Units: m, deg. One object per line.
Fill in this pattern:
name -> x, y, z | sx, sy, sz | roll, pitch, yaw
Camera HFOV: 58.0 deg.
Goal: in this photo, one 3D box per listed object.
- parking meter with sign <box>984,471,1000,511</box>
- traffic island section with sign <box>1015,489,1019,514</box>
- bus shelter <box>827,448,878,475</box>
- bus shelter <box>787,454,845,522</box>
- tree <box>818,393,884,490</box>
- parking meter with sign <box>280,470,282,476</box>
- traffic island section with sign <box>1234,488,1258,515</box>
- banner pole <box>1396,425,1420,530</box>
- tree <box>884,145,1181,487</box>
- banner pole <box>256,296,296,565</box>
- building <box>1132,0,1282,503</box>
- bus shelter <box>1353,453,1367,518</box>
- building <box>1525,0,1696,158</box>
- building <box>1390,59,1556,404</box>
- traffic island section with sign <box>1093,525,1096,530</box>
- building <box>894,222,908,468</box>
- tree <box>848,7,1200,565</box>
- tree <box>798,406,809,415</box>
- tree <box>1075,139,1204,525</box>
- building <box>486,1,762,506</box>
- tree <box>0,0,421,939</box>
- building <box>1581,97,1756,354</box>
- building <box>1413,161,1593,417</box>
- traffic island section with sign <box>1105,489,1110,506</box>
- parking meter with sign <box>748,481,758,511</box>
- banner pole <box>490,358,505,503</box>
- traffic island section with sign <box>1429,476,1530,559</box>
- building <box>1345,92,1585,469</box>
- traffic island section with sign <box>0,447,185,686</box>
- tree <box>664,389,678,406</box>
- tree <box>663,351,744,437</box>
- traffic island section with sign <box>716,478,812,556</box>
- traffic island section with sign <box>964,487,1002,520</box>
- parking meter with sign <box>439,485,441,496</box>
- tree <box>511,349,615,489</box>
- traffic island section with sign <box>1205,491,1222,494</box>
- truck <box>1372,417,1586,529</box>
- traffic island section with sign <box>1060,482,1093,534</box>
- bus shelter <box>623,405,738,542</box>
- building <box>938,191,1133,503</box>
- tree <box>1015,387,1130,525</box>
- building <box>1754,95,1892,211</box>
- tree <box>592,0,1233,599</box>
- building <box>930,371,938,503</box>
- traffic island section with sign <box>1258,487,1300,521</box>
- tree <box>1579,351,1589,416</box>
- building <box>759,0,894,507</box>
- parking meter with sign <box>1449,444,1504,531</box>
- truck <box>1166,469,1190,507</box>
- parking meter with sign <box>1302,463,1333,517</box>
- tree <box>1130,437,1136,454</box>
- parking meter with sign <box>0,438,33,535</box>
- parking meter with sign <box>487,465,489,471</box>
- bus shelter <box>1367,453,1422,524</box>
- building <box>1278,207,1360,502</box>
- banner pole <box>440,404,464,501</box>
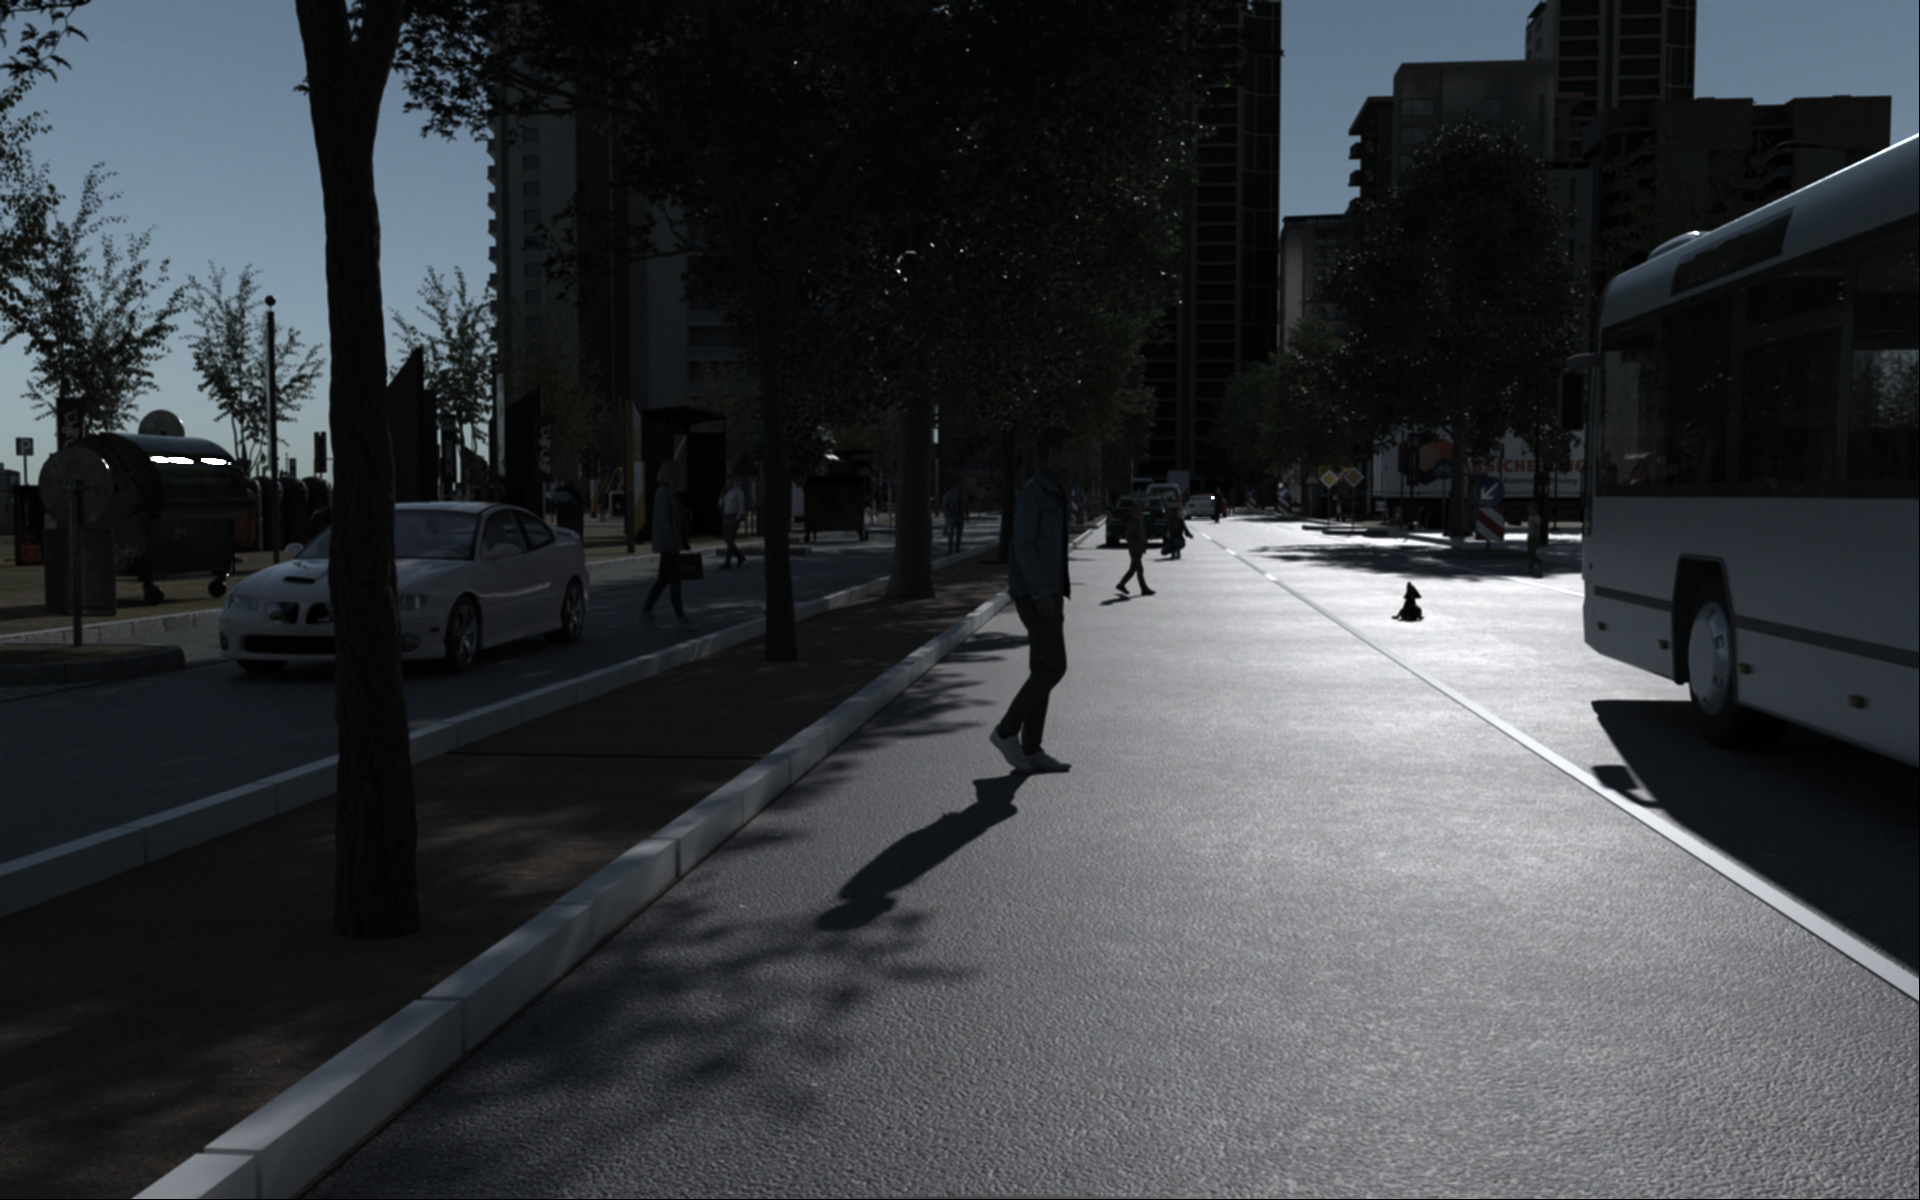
parking meter with sign -> 2.175, -8.374, 133.172 | 1.738, 3.016, 0.543 | 0, 4, 5
traffic island section with sign -> 3.914, -6.978, 122.721 | 1.989, 1.847, 2.006 | 0, 4, 6
bus shelter -> -5.622, -6.122, 91.374 | 1.731, 3.624, 6.357 | 0, 4, 6
bus shelter -> -6.881, -5.357, 81.515 | 2.014, 3.302, 5.546 | 0, 4, 6
tree -> -6.528, -9.764, 110.004 | 4.737, 8.622, 4.395 | 0, 3, 0
parking meter with sign -> -48.214, -7.898, 125.396 | 1.738, 3.016, 0.543 | -1, 4, -9
traffic island section with sign -> 20.200, -6.875, 121.028 | 1.989, 1.847, 2.006 | 0, 4, 6
banner pole -> 16.148, -4.426, 62.375 | 0.863, 3.779, 0.401 | 0, 4, -6
tree -> 1.661, -7.536, 43.804 | 7.486, 12.596, 7.792 | 0, 3, 0
banner pole -> -8.806, -1.966, 22.154 | 0.401, 3.779, 0.863 | -2, 4, -28
building -> 35.433, -49.629, 249.680 | 20.611, 71.187, 20.563 | 0, 4, 6
bus shelter -> 22.084, -6.969, 91.569 | 2.179, 5.291, 8.768 | 0, 4, 6
building -> 91.893, -49.310, 244.473 | 20.611, 71.187, 20.563 | 0, 4, 6
building -> 48.515, -29.591, 167.399 | 14.154, 41.232, 14.086 | 0, 4, 6
traffic island section with sign -> 4.506, -3.813, 70.480 | 2.006, 1.907, 1.989 | 0, 4, 6
building -> -15.053, -46.531, 199.038 | 20.611, 71.187, 20.563 | 0, 4, 6
tree -> 1.059, -6.535, 35.057 | 9.928, 11.665, 9.643 | 0, 3, 0
tree -> -9.804, -10.247, 117.908 | 4.737, 8.622, 4.395 | 0, 3, 0
tree -> 5.904, -14.381, 93.473 | 12.611, 20.169, 13.585 | 0, 3, 0
building -> -39.476, -40.410, 202.700 | 28.212, 58.520, 21.231 | 0, 4, 6
tree -> -1.847, -4.209, 5.693 | 8.767, 10.594, 7.601 | 0, 4, 6
building -> 77.961, -33.220, 193.253 | 14.200, 45.320, 14.600 | 0, 4, 6
building -> 46.995, -23.350, 153.466 | 14.160, 30.474, 14.107 | 0, 4, 6
traffic island section with sign -> 12.255, -8.384, 145.219 | 2.006, 1.907, 1.989 | 0, 4, 6
parking meter with sign -> -15.569, -8.217, 130.600 | 0.543, 3.016, 1.738 | 1, 4, 9
banner pole -> -8.469, -2.556, 31.812 | 0.401, 3.779, 0.863 | -2, 4, -30
traffic island section with sign -> 11.702, -1.866, 39.145 | 1.989, 1.847, 2.006 | 0, 4, 6
building -> 53.957, -32.639, 188.279 | 22.147, 44.769, 28.867 | 0, 4, 6
traffic island section with sign -> -7.390, -0.317, 13.803 | 1.989, 1.847, 2.006 | 0, 4, 6
tree -> -16.355, -9.568, 106.806 | 4.737, 8.622, 4.395 | 0, 3, 0
tree -> -13.041, -8.484, 89.084 | 4.360, 8.622, 3.978 | 0, 3, 0
traffic island section with sign -> -4.580, -1.979, 40.980 | 1.989, 1.847, 2.006 | 0, 4, 6
traffic island section with sign -> 1.123, -5.338, 95.911 | 1.989, 1.847, 2.006 | 0, 4, 6
parking meter with sign -> -44.148, -9.278, 147.952 | 1.738, 3.016, 0.543 | -1, 4, -17
tree -> -19.854, -8.386, 87.476 | 4.360, 8.622, 3.978 | 0, 3, 0
traffic island section with sign -> 25.428, -9.958, 171.443 | 1.989, 1.847, 2.006 | 0, 4, 6
truck -> 21.250, -4.627, 64.568 | 11.283, 4.237, 2.839 | 0, 4, 5
traffic island section with sign -> 3.732, -3.362, 63.113 | 2.006, 1.907, 1.989 | 0, 4, 6
bus shelter -> -7.798, -3.525, 48.910 | 1.731, 3.624, 6.357 | 0, 4, 6
building -> 11.184, -43.479, 252.881 | 28.212, 58.520, 21.231 | 0, 4, 6
tree -> 4.686, -7.266, 71.618 | 4.737, 8.622, 4.395 | 0, 3, 0
building -> 92.133, -33.159, 192.256 | 14.200, 45.320, 14.600 | 0, 4, 6
tree -> -0.678, -6.998, 23.530 | 9.857, 13.997, 8.962 | 0, 3, 0
building -> -16.080, -41.036, 260.173 | 27.495, 52.752, 28.713 | 0, 4, 6
traffic island section with sign -> 17.412, -5.235, 94.217 | 1.989, 1.847, 2.006 | 0, 4, 6
tree -> 29.352, -7.752, 77.106 | 4.360, 8.622, 3.978 | 0, 3, 0
building -> -18.617, -37.911, 161.844 | 21.231, 58.520, 28.212 | 0, 4, 6
parking meter with sign -> 18.082, -3.940, 60.674 | 1.738, 3.016, 0.543 | 0, 4, 8
truck -> 24.868, -12.747, 197.328 | 2.839, 4.237, 11.283 | 0, 4, 7
parking meter with sign -> 20.117, -6.186, 97.396 | 1.738, 3.016, 0.543 | 1, 4, 14
tree -> 11.051, -10.796, 129.328 | 4.737, 8.622, 4.395 | 0, 3, 0
parking meter with sign -> -29.717, -3.529, 53.961 | 1.738, 3.016, 0.543 | 1, 4, 21
parking meter with sign -> -28.156, -6.477, 102.156 | 0.543, 3.016, 1.738 | 1, 4, 12
bus shelter -> 20.011, -6.101, 77.379 | 2.179, 5.291, 8.768 | 0, 4, 6
building -> 52.728, -34.413, 246.238 | 14.086, 41.232, 14.154 | 0, 4, 6
banner pole -> -13.971, -3.538, 47.863 | 0.401, 3.779, 0.863 | 3, 5, 44
